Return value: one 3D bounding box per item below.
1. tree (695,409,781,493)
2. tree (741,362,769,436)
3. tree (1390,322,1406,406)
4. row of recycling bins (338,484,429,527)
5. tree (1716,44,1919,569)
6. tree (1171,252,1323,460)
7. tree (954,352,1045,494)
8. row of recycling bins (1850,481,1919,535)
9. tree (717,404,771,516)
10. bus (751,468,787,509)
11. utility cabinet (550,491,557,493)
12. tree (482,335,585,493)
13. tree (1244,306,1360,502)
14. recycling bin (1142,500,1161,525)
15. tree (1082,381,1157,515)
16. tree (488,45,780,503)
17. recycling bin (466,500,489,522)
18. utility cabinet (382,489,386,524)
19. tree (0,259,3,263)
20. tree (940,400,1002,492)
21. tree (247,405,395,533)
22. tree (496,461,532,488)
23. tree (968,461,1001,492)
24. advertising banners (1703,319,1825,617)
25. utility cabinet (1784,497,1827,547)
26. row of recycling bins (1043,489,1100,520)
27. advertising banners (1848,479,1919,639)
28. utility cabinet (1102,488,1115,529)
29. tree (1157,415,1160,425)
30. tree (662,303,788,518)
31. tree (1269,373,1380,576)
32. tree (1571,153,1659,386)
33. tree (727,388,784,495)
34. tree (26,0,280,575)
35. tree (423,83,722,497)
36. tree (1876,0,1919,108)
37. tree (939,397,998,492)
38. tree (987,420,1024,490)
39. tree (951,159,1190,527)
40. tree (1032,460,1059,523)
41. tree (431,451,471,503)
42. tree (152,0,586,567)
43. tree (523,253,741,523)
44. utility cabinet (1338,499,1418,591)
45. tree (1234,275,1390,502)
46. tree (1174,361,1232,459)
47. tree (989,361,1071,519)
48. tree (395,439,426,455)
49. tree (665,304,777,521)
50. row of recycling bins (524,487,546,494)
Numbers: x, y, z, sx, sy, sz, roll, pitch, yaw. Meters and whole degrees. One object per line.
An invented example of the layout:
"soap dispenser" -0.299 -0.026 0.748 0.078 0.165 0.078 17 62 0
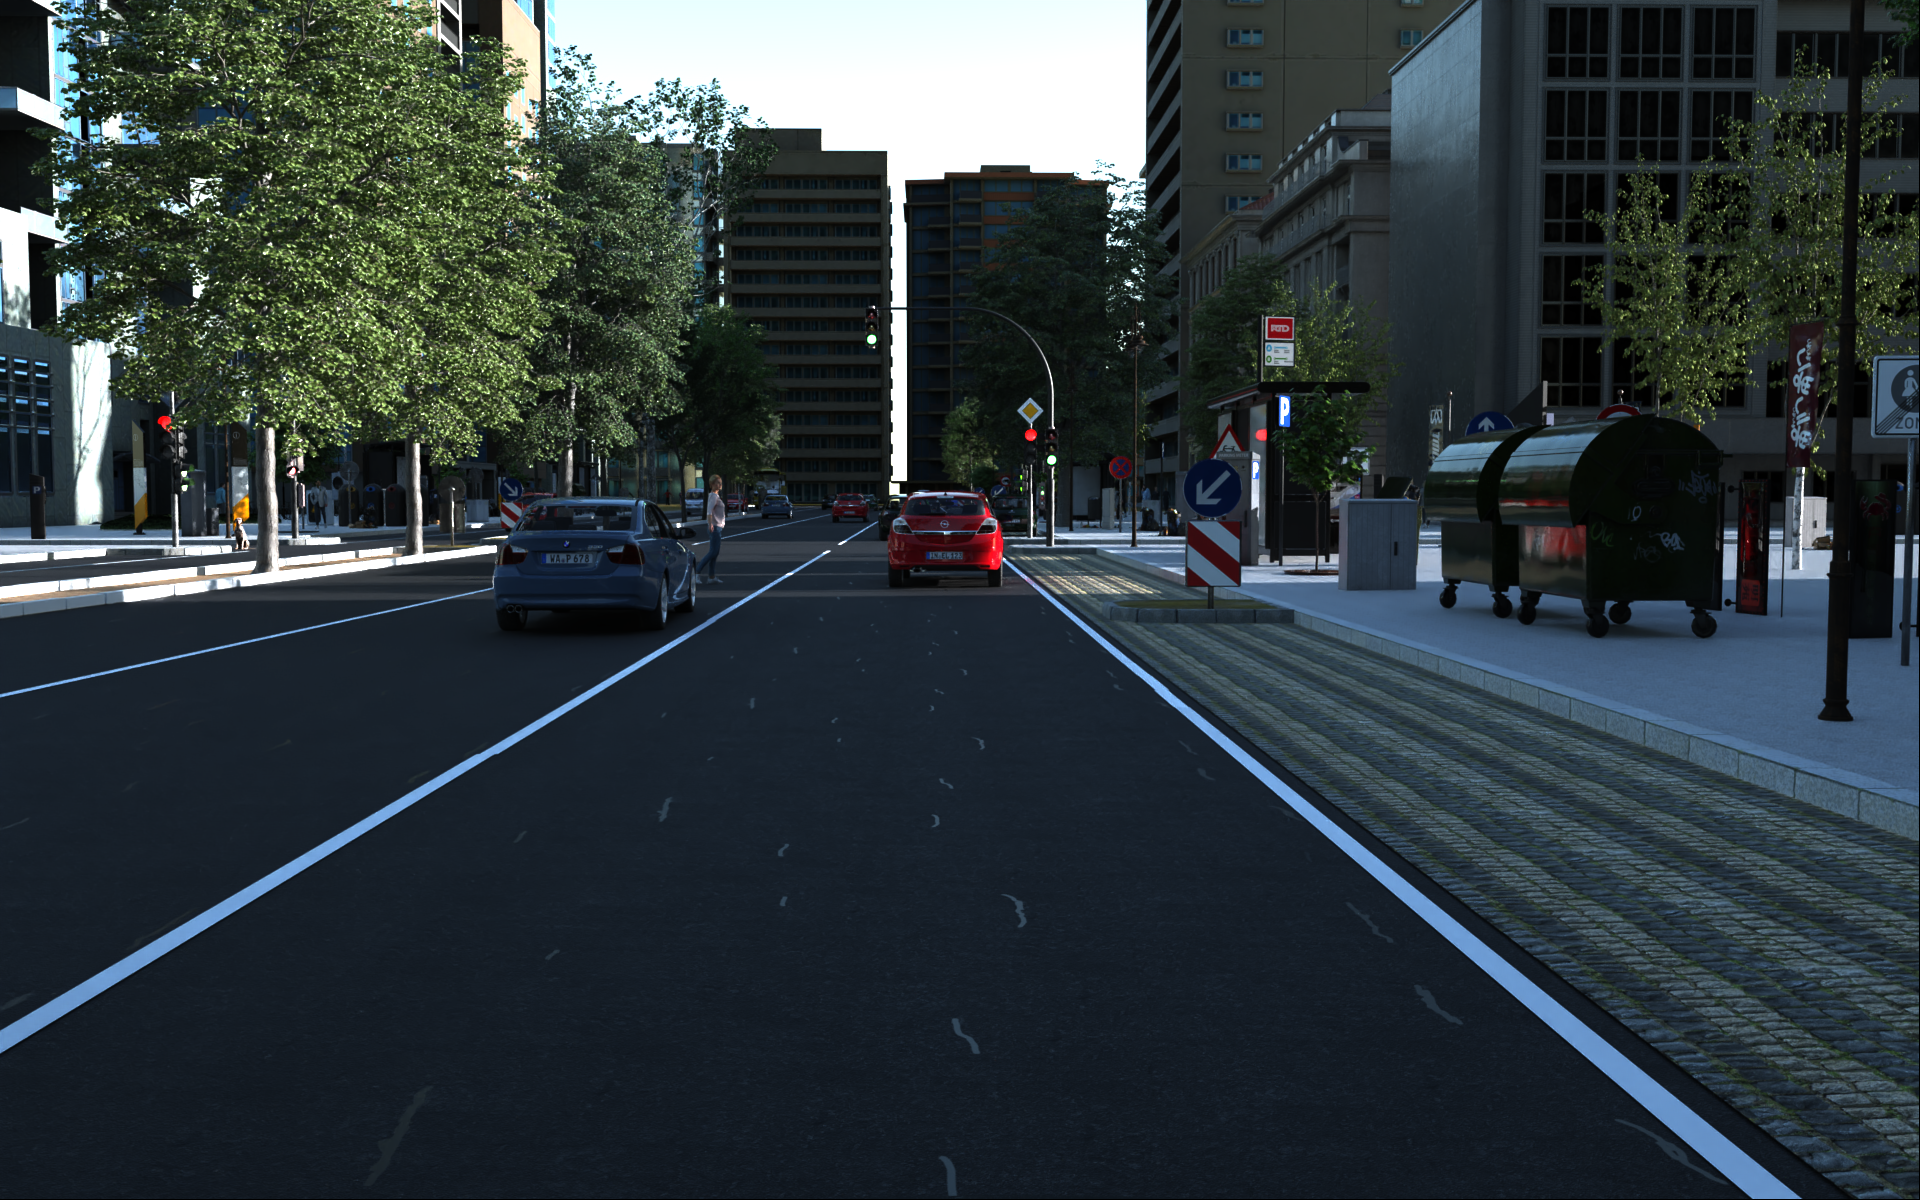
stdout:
"tree" -24.423 -17.008 188.451 12.009 13.543 11.850 0 3 0
"tree" -13.431 -9.029 84.495 8.767 10.594 7.601 0 4 -1
"tree" 14.098 -6.904 63.235 4.737 8.622 4.395 0 3 0
"row of recycling bins" -22.925 -3.778 68.875 3.534 1.692 1.069 0 4 -4
"tree" 14.506 -4.825 29.250 4.737 8.622 4.395 0 3 0
"tree" 13.634 -10.015 81.877 7.486 12.596 7.792 0 3 0
"tree" 3.106 -10.796 110.934 7.601 10.594 8.767 -1 4 -12
"row of recycling bins" 29.862 -2.903 54.576 3.534 1.692 1.069 1 4 12
"tree" -14.062 -9.644 110.498 4.737 8.622 4.395 0 3 0
"bus" -18.152 -10.646 165.606 2.896 3.916 12.252 0 4 -3
"utility cabinet" -27.323 -6.656 117.499 0.318 1.500 1.173 1 4 20
"tree" -23.183 -10.292 94.031 9.928 11.665 9.643 0 3 0
"tree" 13.458 -7.226 68.502 4.360 8.622 3.978 0 3 0
"recycling bin" 8.086 -3.699 73.031 0.722 1.027 0.722 1 4 19
"tree" 9.935 -9.802 110.629 4.737 8.622 4.395 0 3 0
"tree" -14.362 -13.189 73.994 12.611 20.169 13.585 0 3 0
"recycling bin" -22.056 -4.075 79.187 0.722 1.027 0.722 2 4 32
"utility cabinet" -24.615 -3.996 74.006 1.173 1.500 0.318 1 4 18
"tree" -21.632 -5.172 34.932 4.737 8.622 4.395 0 3 0
"tree" 1.551 -15.963 186.747 9.928 11.665 9.643 0 3 0
"tree" -22.118 -4.532 57.815 4.285 4.588 4.351 0 3 0
"tree" -22.577 -5.667 87.261 1.663 3.219 1.824 0 3 0
"tree" 2.420 -11.473 171.299 4.285 4.588 4.351 0 3 0
"advertising banners" 8.451 -1.361 18.446 0.090 3.025 2.074 -1 4 -11
"utility cabinet" 20.431 -1.878 41.862 1.020 1.237 0.306 -1 4 -18
"row of recycling bins" 5.868 -4.834 86.154 3.534 1.692 1.069 -1 4 -13
"advertising banners" 8.800 -1.182 15.507 2.074 3.025 0.090 -1 4 -14
"utility cabinet" 5.397 -3.334 63.186 0.318 1.500 1.173 1 4 13
"tree" 10.914 -10.346 119.517 4.737 8.622 4.395 0 3 0
"tree" -13.993 -11.100 102.074 7.486 12.596 7.792 0 3 0
"tree" 5.847 -2.020 27.634 1.663 3.219 1.824 0 3 0
"tree" 15.600 -5.349 37.825 4.737 8.622 4.395 0 3 0
"tree" -25.027 -17.948 200.107 9.857 13.997 8.962 0 3 0
"tree" -12.328 -6.728 30.587 7.486 12.596 7.792 0 3 0
"tree" -12.619 -8.915 54.867 9.857 13.997 8.962 0 3 0
"tree" 14.450 -5.699 18.939 9.928 11.665 9.643 0 3 0
"tree" 1.122 -17.318 201.278 7.486 12.596 7.792 0 3 0
"tree" 3.489 -10.924 128.971 4.737 8.622 4.395 0 3 0
"tree" 3.975 -9.831 67.387 9.857 13.997 8.962 0 3 0
"tree" 3.937 -5.074 77.564 1.663 3.219 1.824 0 3 0
"tree" -22.550 -4.983 76.069 1.663 3.219 1.824 0 3 0
"tree" -12.389 -7.241 38.971 7.486 12.596 7.792 0 3 0
"tree" -12.987 -7.762 63.777 8.767 10.594 7.601 0 4 -1
"utility cabinet" 5.609 -0.738 23.233 1.020 1.237 0.306 -1 4 -14
"tree" 11.394 -6.564 57.689 4.737 8.622 4.395 0 3 0
"tree" 12.962 -8.495 89.260 4.360 8.622 3.978 0 3 0
"tree" 3.797 -8.415 87.947 4.360 8.622 3.978 0 3 0
"tree" -30.507 -6.759 94.228 4.285 4.588 4.351 0 3 0
"tree" -13.680 -10.098 93.307 9.928 11.665 9.643 0 3 0
"row of recycling bins" -25.787 -5.959 104.549 1.069 1.692 3.534 0 4 4
